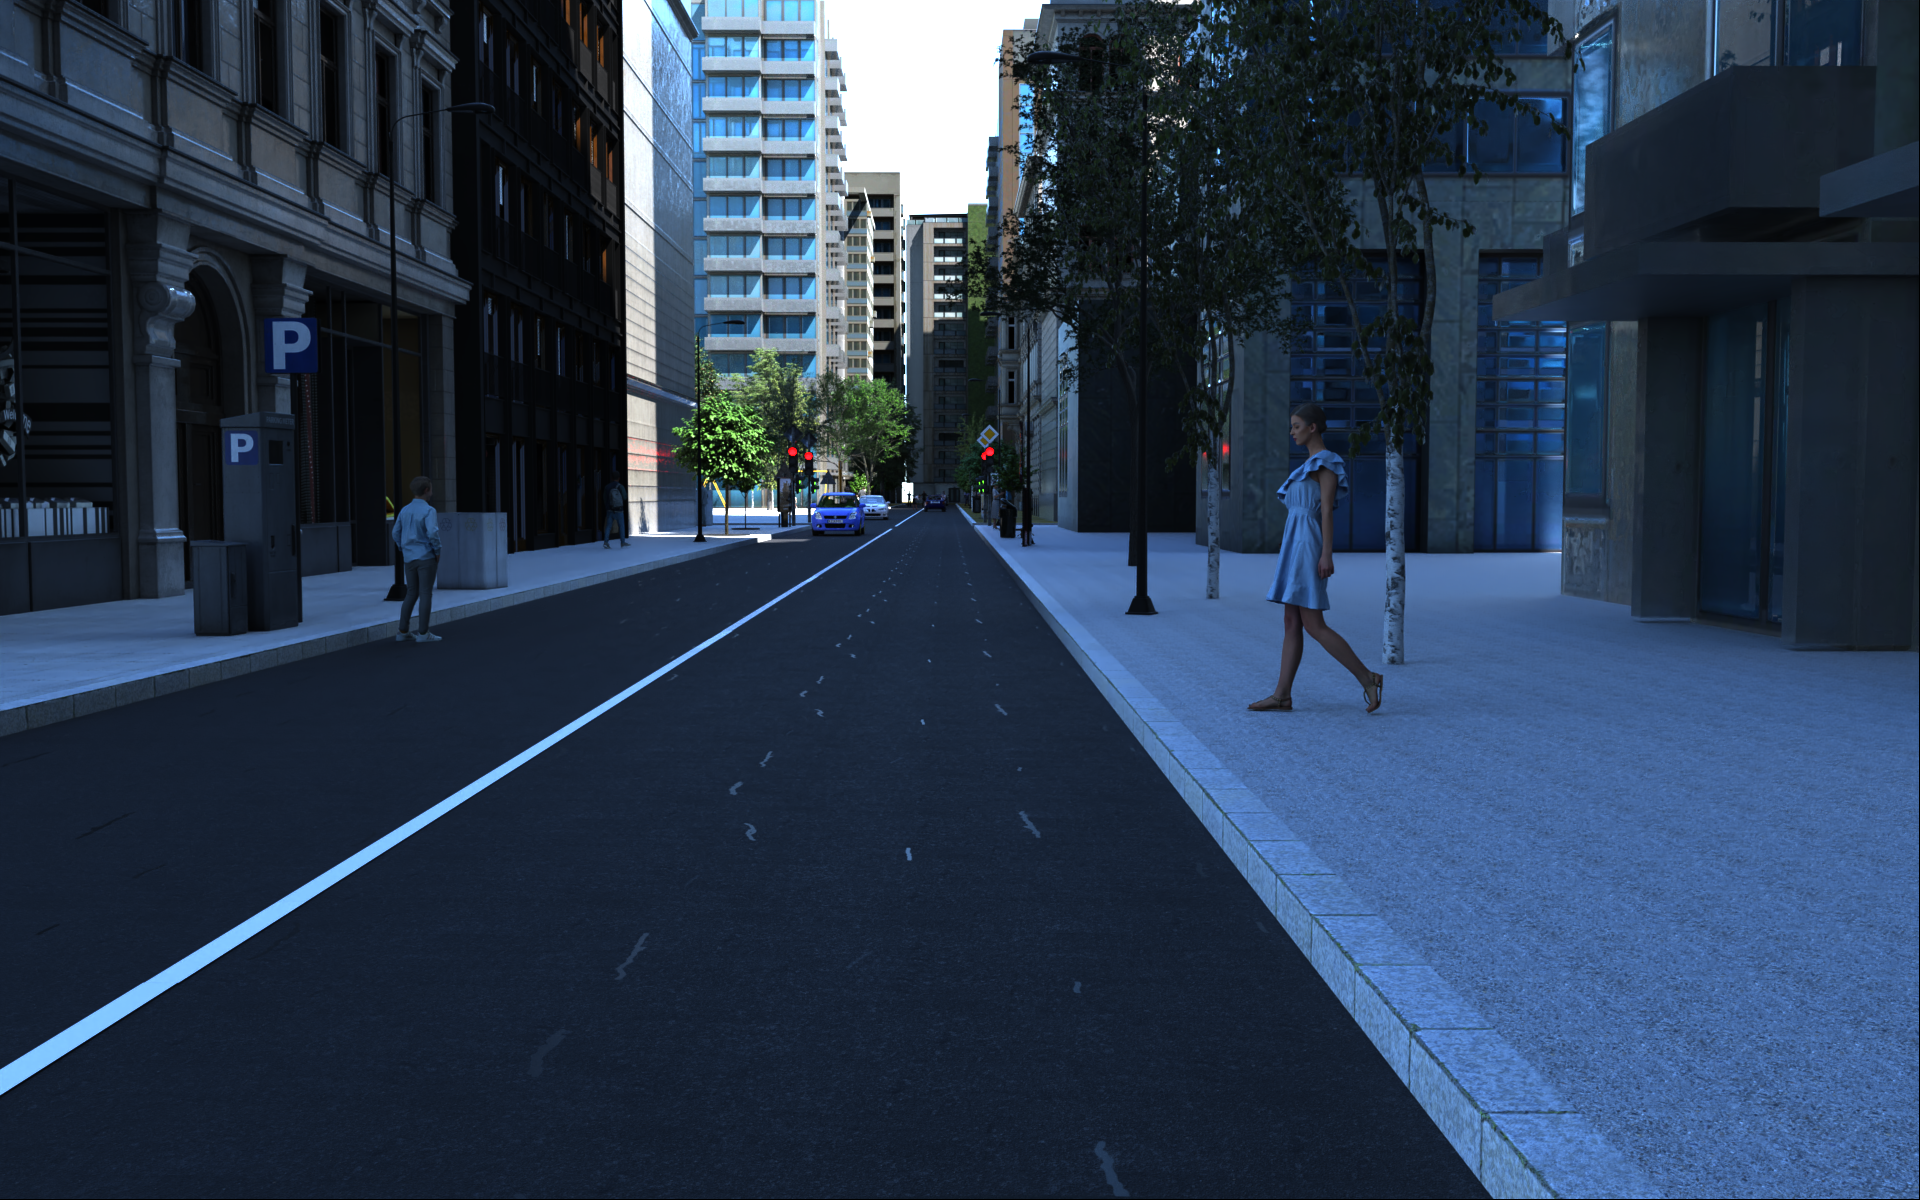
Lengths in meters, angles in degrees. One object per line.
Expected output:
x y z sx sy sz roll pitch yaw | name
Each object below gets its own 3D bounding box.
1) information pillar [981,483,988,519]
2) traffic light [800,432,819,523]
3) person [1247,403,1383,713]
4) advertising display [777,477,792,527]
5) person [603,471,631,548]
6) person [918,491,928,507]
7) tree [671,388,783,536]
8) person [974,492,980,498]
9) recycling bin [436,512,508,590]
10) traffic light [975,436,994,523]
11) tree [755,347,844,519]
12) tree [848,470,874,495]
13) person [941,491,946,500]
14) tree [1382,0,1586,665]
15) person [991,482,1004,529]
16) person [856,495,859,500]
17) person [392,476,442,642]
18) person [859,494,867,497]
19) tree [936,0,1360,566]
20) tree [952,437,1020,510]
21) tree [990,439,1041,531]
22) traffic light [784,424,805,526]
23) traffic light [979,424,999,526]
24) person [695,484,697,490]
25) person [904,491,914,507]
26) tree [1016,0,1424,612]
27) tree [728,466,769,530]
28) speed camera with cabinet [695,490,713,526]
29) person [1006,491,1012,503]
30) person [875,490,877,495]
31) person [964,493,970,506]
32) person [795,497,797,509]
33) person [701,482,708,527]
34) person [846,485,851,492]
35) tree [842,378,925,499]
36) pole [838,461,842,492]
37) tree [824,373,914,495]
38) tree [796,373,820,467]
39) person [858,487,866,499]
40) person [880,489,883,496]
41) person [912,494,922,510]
1.277 -5.098 87.848 0.304 2.012 0.304 -3 5 -45 | information pillar
-6.747 -5.431 77.711 0.839 4.253 0.868 0 4 0 | traffic light
2.092 -0.247 10.169 0.778 1.811 0.616 1 4 12 | person
-6.771 -3.768 66.821 0.123 1.923 0.974 1 4 23 | advertising display
-8.119 -2.116 40.620 0.794 1.824 0.713 2 4 35 | person
-4.068 -11.481 196.348 1.348 1.807 0.705 -1 4 -11 | person
-7.157 -4.259 53.351 4.285 4.588 4.351 0 3 0 | tree
1.402 -8.690 148.480 0.532 1.782 0.716 -3 5 -41 | person
-6.644 -0.675 23.586 0.722 1.027 0.722 1 4 12 | recycling bin
1.114 -5.435 77.785 0.839 4.253 0.868 0 4 0 | traffic light
-8.239 -8.366 87.143 4.360 8.622 3.978 0 3 0 | tree
-8.390 -8.914 140.343 1.663 3.219 1.824 0 3 0 | tree
-1.524 -9.305 161.313 0.621 1.740 0.551 0 4 5 | person
3.042 -3.819 12.809 4.360 8.622 3.978 0 3 0 | tree
1.390 -3.475 63.429 0.524 1.755 0.480 0 4 7 | person
-8.122 -7.658 136.266 0.505 1.210 0.382 -1 4 -18 | person
-5.225 -0.396 16.792 0.589 1.601 0.330 3 4 37 | person
-10.666 -11.389 192.957 1.217 1.736 0.721 -1 4 -18 | person
3.360 -5.901 30.892 8.767 10.594 7.601 2 4 35 | tree
1.660 -6.593 91.508 4.285 4.588 4.351 0 3 0 | tree
1.819 -4.072 61.172 1.663 3.219 1.824 0 3 0 | tree
-6.688 -4.942 69.726 0.839 4.253 0.868 0 4 0 | traffic light
1.173 -4.947 69.800 0.839 4.253 0.868 0 4 0 | traffic light
-12.128 -4.489 79.324 0.818 1.842 0.514 -3 5 -42 | person
-5.752 -11.517 196.785 1.348 1.826 0.705 -1 4 -10 | person
2.869 -4.321 21.010 4.360 8.622 3.978 0 3 0 | tree
-7.889 -4.155 62.534 1.663 3.219 1.824 0 3 0 | tree
-11.084 -4.649 70.346 2.038 3.252 0.660 -1 4 -10 | speed camera with cabinet
2.925 -5.946 103.599 0.444 1.785 0.601 3 5 41 | person
-9.757 -12.023 203.136 0.721 1.766 1.217 1 4 14 | person
0.749 -11.389 192.128 0.709 1.838 0.599 -1 4 -14 | person
-14.080 -8.313 146.978 0.505 1.210 0.382 -1 4 -11 | person
-10.142 -3.801 68.287 0.391 1.810 0.635 0 4 -2 | person
-4.504 -3.669 68.825 0.599 1.781 0.374 -1 4 -15 | person
-8.575 -17.247 188.647 9.857 13.997 8.962 0 3 0 | tree
-7.405 -6.919 106.969 0.158 3.312 0.155 0 3 0 | pole
-7.742 -13.568 147.598 9.928 11.665 9.643 0 3 0 | tree
-8.698 -11.644 124.784 7.601 10.594 8.767 1 4 15 | tree
-7.503 -7.744 132.462 0.655 1.846 0.447 0 4 -3 | person
-8.353 -10.964 185.438 0.705 1.807 1.348 0 4 2 | person
-3.904 -8.857 156.496 0.799 1.438 0.628 -2 4 -26 | person
